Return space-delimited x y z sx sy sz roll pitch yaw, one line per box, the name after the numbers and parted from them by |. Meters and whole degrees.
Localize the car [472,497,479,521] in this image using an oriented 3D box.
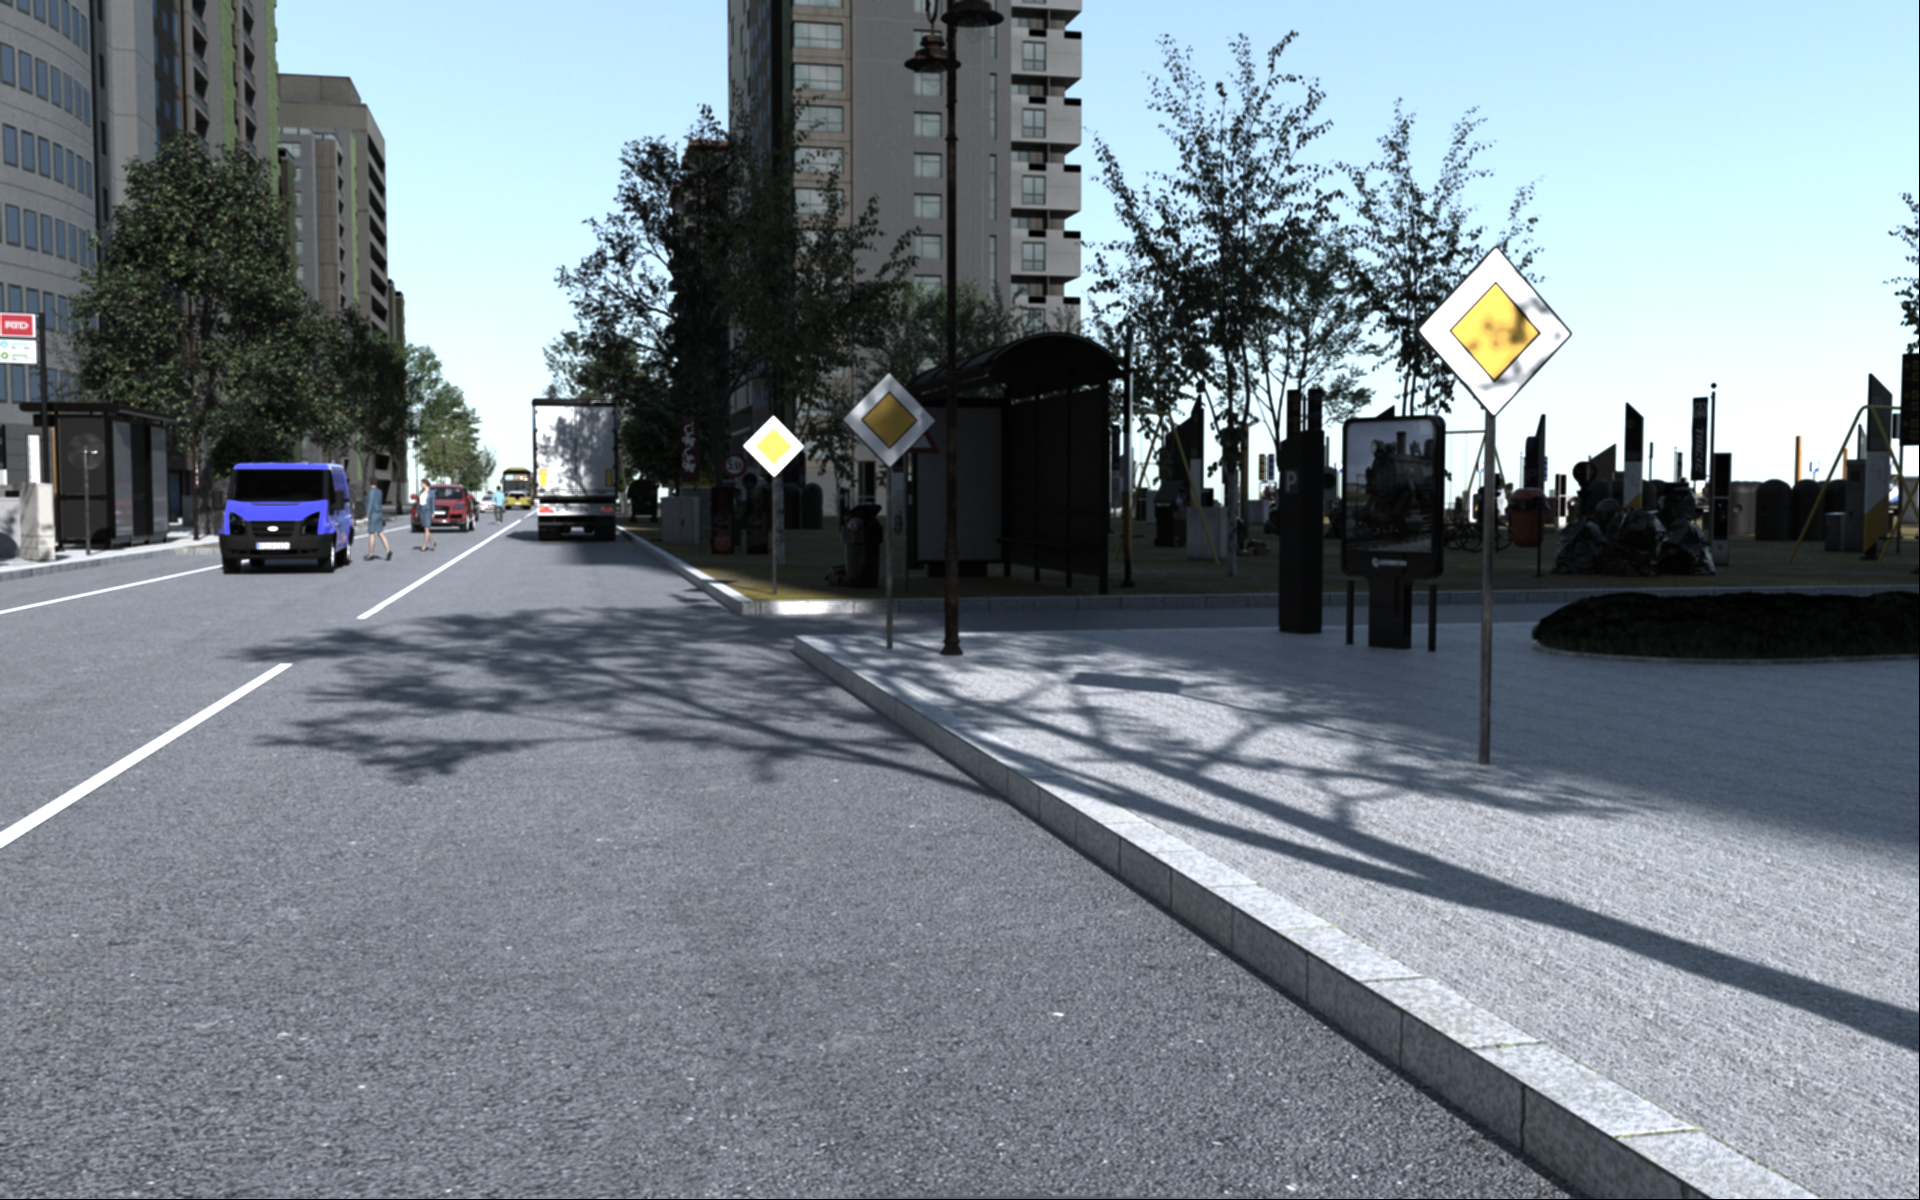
-26.006 -4.908 90.026 2.009 1.686 4.222 -1 4 -12 | car

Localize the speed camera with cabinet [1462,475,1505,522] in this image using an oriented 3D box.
24.010 -5.202 79.384 2.038 3.252 0.660 -2 4 -25 | speed camera with cabinet

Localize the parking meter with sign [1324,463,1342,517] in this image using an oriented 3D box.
20.710 -6.143 96.694 0.543 3.016 1.738 -1 4 -19 | parking meter with sign

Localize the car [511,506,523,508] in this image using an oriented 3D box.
-46.183 -10.389 179.639 2.009 1.686 4.222 -1 4 -11 | car

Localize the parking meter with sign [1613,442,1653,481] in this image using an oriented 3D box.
22.327 -3.792 58.266 1.738 3.016 0.543 1 4 18 | parking meter with sign

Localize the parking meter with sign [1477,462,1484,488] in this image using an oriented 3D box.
28.766 -5.938 93.355 0.543 3.016 1.738 -3 5 -43 | parking meter with sign

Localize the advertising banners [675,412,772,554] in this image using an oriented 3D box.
-5.059 -2.500 37.062 2.074 3.025 0.090 0 4 4 | advertising banners

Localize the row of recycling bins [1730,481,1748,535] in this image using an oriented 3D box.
25.307 -2.968 55.634 1.069 1.692 3.534 3 4 37 | row of recycling bins

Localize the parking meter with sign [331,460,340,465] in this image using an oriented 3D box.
-32.392 -5.643 88.523 1.738 3.016 0.543 3 5 40 | parking meter with sign

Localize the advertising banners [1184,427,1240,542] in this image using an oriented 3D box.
6.473 -3.042 45.920 2.074 3.025 0.090 2 4 34 | advertising banners

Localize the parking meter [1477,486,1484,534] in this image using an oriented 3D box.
18.140 -3.161 60.092 0.372 1.533 0.369 0 3 0 | parking meter

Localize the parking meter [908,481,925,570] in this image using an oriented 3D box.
-0.783 -1.295 29.579 0.372 1.533 0.369 0 3 0 | parking meter

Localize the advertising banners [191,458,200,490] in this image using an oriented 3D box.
-36.464 -5.365 83.901 0.090 3.025 2.074 1 4 18 | advertising banners

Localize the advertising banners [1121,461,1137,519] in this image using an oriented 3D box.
8.863 -5.769 90.511 0.090 3.025 2.074 2 4 27 | advertising banners

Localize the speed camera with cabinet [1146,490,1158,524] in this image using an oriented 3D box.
8.885 -4.950 75.264 0.660 3.252 2.038 3 5 40 | speed camera with cabinet

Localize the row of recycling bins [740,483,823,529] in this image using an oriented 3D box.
-6.746 -3.483 64.064 3.534 1.692 1.069 1 4 14 | row of recycling bins

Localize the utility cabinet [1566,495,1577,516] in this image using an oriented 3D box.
33.978 -5.249 96.988 1.020 1.237 0.306 0 4 5 | utility cabinet

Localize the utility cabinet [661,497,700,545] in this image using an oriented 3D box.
-7.132 -2.019 44.165 1.020 1.237 0.306 2 4 30 | utility cabinet

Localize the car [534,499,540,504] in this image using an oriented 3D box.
-57.601 -13.565 234.142 2.083 1.381 4.827 -1 4 -13 | car

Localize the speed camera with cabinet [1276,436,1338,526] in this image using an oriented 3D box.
11.849 -3.966 59.182 2.038 3.252 0.660 1 4 11 | speed camera with cabinet

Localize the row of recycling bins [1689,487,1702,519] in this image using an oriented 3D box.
38.394 -5.028 89.317 3.534 1.692 1.069 -2 4 -25 | row of recycling bins

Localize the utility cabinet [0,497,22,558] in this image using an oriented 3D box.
-19.305 -1.435 34.624 0.306 1.237 1.020 2 4 34 | utility cabinet

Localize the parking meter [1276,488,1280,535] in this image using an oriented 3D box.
10.001 -2.772 53.734 0.372 1.533 0.369 0 3 0 | parking meter

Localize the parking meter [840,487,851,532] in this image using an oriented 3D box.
-3.901 -3.082 58.794 0.372 1.533 0.369 0 3 0 | parking meter

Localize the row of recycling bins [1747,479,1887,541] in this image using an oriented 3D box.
23.840 -2.492 47.853 3.534 1.692 1.069 0 4 -2 | row of recycling bins

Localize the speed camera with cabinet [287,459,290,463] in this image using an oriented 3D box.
-26.483 -4.486 67.678 0.660 3.252 2.038 -2 4 -26 | speed camera with cabinet

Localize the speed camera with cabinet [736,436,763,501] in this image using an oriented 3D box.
-7.860 -3.933 58.643 2.038 3.252 0.660 -2 4 -28 | speed camera with cabinet

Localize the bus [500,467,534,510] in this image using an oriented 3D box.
-41.295 -10.388 161.397 2.896 3.916 12.252 -1 4 -15 | bus

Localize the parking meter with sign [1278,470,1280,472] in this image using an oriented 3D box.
17.785 -5.921 93.075 0.543 3.016 1.738 3 5 44 | parking meter with sign

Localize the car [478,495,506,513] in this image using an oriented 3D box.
-36.585 -7.533 135.528 2.083 1.381 4.827 -1 4 -12 | car

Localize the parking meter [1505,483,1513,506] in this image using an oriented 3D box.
28.525 -5.154 89.978 0.255 1.863 0.399 3 5 43 | parking meter

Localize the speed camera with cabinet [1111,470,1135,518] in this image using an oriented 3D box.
9.029 -6.042 93.124 0.660 3.252 2.038 -3 4 -37 | speed camera with cabinet

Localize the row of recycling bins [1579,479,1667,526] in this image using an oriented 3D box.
18.538 -2.505 48.075 3.534 1.692 1.069 -2 4 -34 | row of recycling bins

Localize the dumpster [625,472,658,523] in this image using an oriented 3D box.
-14.337 -4.640 78.356 1.502 2.255 1.985 -1 4 -13 | dumpster

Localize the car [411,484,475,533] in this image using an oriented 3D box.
-19.704 -3.513 66.116 2.281 1.827 5.304 -1 4 -12 | car

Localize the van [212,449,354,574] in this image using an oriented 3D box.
-12.762 -1.748 32.962 2.240 2.365 5.245 -1 4 -15 | van

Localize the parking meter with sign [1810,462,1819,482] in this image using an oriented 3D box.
46.310 -5.893 92.615 0.543 3.016 1.738 -1 4 -19 | parking meter with sign

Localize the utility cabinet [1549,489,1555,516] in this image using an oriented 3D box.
27.878 -4.432 81.150 0.318 1.500 1.173 0 4 7 | utility cabinet

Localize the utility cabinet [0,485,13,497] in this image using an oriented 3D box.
-22.668 -1.950 40.564 0.318 1.500 1.173 0 4 3 | utility cabinet

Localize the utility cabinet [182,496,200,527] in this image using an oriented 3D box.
-30.290 -3.518 68.678 1.020 1.237 0.306 -2 4 -23 | utility cabinet

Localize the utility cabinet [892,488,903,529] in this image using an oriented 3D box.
-2.095 -3.302 62.667 1.173 1.500 0.318 -3 5 -42 | utility cabinet

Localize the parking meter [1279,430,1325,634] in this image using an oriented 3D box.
3.157 -0.632 16.043 0.255 1.863 0.399 -2 4 -26 | parking meter

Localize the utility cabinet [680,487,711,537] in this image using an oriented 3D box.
-7.588 -2.575 50.773 1.173 1.500 0.318 -1 4 -13 | utility cabinet

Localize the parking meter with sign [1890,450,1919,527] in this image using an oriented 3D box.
39.675 -4.647 72.239 1.738 3.016 0.543 3 5 44 | parking meter with sign

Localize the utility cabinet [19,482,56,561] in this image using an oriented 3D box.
-17.724 -1.505 33.285 0.318 1.500 1.173 -3 5 -42 | utility cabinet

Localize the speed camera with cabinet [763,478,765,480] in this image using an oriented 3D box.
-10.354 -6.035 93.011 2.038 3.252 0.660 -3 5 -43 | speed camera with cabinet

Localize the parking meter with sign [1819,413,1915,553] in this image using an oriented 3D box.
19.986 -2.566 38.223 0.543 3.016 1.738 -2 4 -26 | parking meter with sign
